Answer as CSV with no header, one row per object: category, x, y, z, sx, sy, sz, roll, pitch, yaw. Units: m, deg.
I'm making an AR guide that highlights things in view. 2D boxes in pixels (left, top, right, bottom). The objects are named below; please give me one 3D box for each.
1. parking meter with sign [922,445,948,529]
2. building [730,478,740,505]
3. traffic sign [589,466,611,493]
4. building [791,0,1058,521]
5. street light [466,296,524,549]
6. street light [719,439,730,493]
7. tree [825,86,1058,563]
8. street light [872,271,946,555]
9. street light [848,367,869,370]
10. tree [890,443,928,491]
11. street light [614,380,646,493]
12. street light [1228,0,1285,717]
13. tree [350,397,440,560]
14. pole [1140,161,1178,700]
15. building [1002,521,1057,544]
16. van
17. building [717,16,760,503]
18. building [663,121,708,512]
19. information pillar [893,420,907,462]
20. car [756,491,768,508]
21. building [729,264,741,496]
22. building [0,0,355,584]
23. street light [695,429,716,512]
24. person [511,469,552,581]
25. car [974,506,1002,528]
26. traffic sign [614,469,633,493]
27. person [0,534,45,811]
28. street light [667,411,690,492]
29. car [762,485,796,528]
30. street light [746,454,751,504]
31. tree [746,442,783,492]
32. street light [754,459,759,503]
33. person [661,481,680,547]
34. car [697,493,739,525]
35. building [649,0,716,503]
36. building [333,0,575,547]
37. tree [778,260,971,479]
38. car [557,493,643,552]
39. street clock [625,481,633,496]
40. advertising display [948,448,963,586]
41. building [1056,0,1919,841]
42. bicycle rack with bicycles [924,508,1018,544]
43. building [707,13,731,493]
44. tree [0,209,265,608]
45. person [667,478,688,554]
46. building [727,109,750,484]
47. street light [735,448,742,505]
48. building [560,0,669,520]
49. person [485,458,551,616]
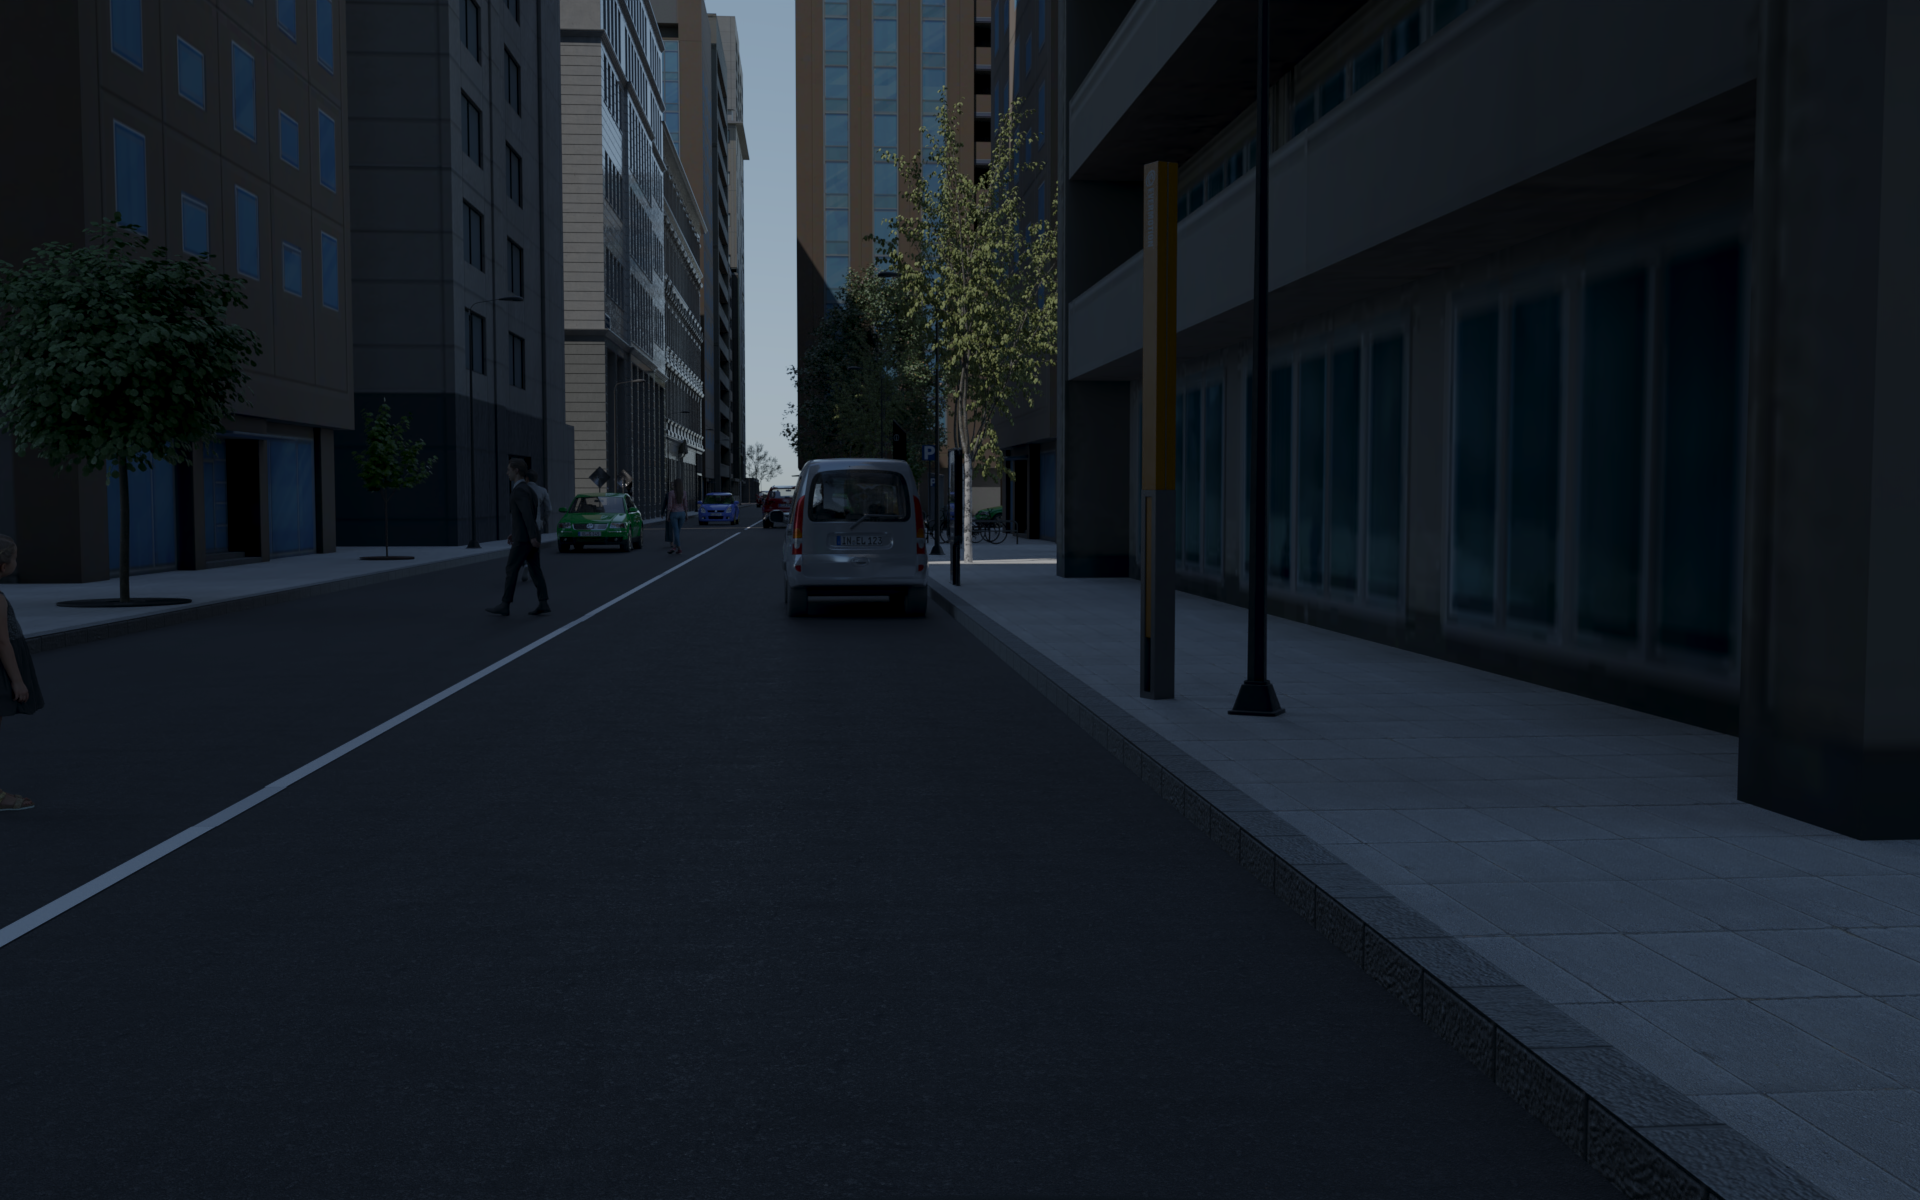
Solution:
parking meter with sign,-0.840,-4.046,62.407,0.543,3.016,1.738,1,4,16
building,-40.964,-30.558,191.498,32.217,40.220,23.993,0,4,-5
traffic sign,-12.996,-3.601,62.517,0.795,2.450,0.064,0,4,-5
building,-2.464,-27.488,99.537,14.600,45.320,14.200,0,4,-5
street light,-10.939,-4.172,40.748,1.470,5.913,1.316,0,4,-5
street light,-20.217,-10.644,146.569,1.470,5.913,1.316,0,4,-5
tree,0.394,-5.002,32.152,4.737,8.622,4.395,0,3,0
street light,-1.022,-3.903,36.351,1.470,5.913,1.316,0,4,-5
street light,-3.396,-5.550,63.277,1.470,5.913,1.316,0,4,-5
tree,-1.842,-3.936,58.955,1.663,3.219,1.824,0,3,0
street light,-13.437,-5.980,70.312,1.470,5.913,1.316,0,4,-5
street light,1.196,-2.286,9.917,1.470,5.913,1.316,0,4,-5
tree,-11.275,-2.394,33.742,1.663,3.219,1.824,0,3,0
pole,1.240,-1.036,10.788,0.158,3.312,0.155,0,3,0
building,8.499,-24.436,49.636,14.600,45.320,14.200,0,4,-5
van,-1.370,-0.898,21.687,2.013,2.044,4.112,0,4,-7
building,-41.656,-50.530,264.410,20.563,71.187,20.611,0,4,-5
building,-27.172,-21.021,120.116,17.030,29.872,44.131,0,4,-5
information pillar,-1.909,-3.868,54.590,0.504,3.616,0.183,2,4,34
car,-20.690,-10.809,185.394,2.281,1.827,5.304,0,4,-4
building,-34.171,-26.897,211.469,14.160,30.474,14.107,0,4,-5
building,-19.687,-23.206,29.533,14.600,45.320,14.200,0,4,-5
street light,-18.226,-9.221,123.297,1.470,5.913,1.316,0,4,-5
person,-7.080,-1.241,28.637,0.661,1.843,0.795,-1,4,-17
car,2.902,-3.703,69.334,4.718,1.807,1.959,0,4,-6
traffic sign,-13.687,-4.087,70.472,0.795,2.450,0.064,0,4,-5
person,-4.386,0.321,7.915,0.373,1.253,0.362,-3,4,-37
street light,-15.784,-7.606,96.906,1.470,5.913,1.316,0,4,-5
car,-7.382,-4.022,74.435,2.281,1.827,5.304,0,4,-3
street light,-24.788,-13.876,199.406,1.470,5.913,1.316,0,4,-5
tree,-34.915,-22.484,302.017,8.767,10.594,7.601,0,4,-4
street light,-27.370,-15.725,229.642,1.470,5.913,1.316,0,4,-5
person,-7.792,-2.324,46.912,0.576,1.772,0.534,-1,4,-19
car,-11.274,-4.368,81.013,1.945,1.707,3.694,0,4,-3
building,-28.909,-30.641,151.084,14.600,45.320,14.200,0,4,-5
building,-23.301,-37.385,49.504,20.611,71.187,20.563,0,4,-5
tree,-4.112,-10.262,84.795,9.611,12.733,9.660,0,3,0
car,-9.106,-2.152,43.986,1.959,1.807,4.718,0,4,-5
street clock,-13.680,-4.099,71.582,0.358,2.002,0.471,0,4,-1
advertising display,-0.070,-1.181,24.516,0.123,1.923,0.974,0,4,-6
building,13.035,-24.011,16.284,21.300,48.544,21.600,0,4,-5
bicycle rack with bicycles,0.112,-1.914,44.670,2.925,0.926,2.852,-1,4,-21
building,-33.724,-33.326,168.579,21.300,48.544,21.600,0,4,-5
tree,-9.801,-2.221,20.033,4.285,4.588,4.351,0,3,0
person,-6.742,-2.013,41.415,0.555,1.821,0.388,-3,5,-43
building,-43.835,-39.807,240.084,28.713,52.752,27.495,0,4,-5
street light,-22.449,-12.259,172.979,1.470,5.913,1.316,0,4,-5
building,-20.970,-18.723,83.619,11.434,29.767,29.804,0,4,-5
person,-5.218,-0.744,20.443,0.755,1.850,0.659,0,4,5
